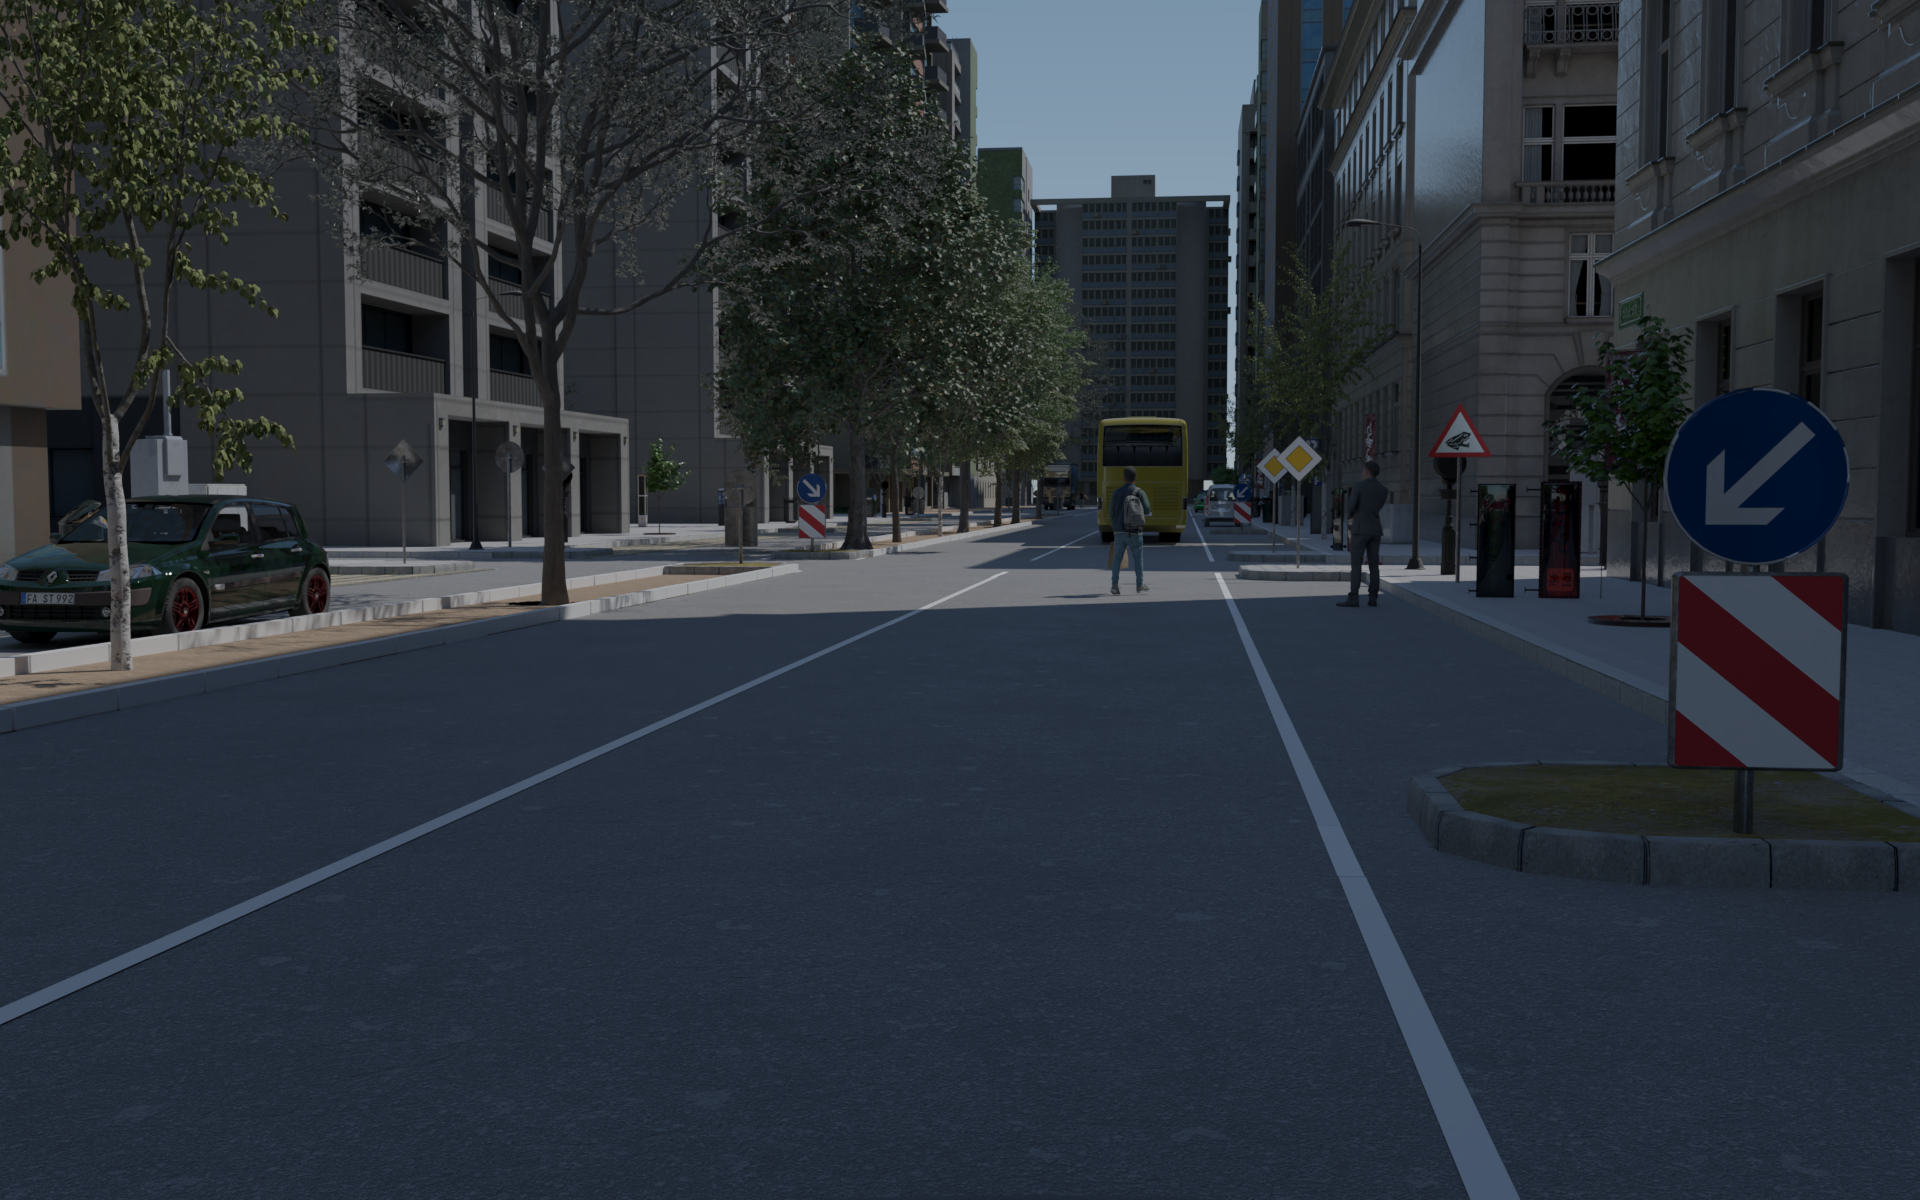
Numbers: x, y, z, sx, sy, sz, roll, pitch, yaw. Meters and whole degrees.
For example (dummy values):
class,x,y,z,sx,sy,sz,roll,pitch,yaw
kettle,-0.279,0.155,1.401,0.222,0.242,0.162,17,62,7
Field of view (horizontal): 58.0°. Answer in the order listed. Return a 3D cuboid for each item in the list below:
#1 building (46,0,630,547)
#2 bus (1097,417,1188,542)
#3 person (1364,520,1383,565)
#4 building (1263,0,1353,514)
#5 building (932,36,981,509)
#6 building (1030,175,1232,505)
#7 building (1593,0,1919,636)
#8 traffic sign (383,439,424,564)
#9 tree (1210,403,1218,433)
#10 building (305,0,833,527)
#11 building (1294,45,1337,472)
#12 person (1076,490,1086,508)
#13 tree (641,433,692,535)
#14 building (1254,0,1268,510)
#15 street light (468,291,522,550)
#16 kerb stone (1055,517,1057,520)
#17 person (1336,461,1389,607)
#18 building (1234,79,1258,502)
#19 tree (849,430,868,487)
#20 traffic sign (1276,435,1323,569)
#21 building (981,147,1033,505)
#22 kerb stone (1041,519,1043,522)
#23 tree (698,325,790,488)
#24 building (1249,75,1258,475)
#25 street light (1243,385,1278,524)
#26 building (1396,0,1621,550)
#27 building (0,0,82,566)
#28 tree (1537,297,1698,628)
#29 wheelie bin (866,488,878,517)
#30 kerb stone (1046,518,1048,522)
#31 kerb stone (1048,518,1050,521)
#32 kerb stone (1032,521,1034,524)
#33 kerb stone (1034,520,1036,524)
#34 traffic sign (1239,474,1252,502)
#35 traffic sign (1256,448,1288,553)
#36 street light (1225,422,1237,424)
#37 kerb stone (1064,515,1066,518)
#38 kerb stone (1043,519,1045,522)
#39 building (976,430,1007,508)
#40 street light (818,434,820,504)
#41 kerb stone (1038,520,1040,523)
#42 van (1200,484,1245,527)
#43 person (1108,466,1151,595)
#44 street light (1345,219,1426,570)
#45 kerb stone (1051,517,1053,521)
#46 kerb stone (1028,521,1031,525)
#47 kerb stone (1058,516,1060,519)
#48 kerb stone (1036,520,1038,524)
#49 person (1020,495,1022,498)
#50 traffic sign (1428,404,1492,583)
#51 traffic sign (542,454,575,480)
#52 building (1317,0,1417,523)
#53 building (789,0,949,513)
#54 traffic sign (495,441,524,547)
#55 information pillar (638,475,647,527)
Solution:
class,x,y,z,sx,sy,sz,roll,pitch,yaw
building,-21.500,-37.497,51.322,20.563,71.187,20.611,0,4,7
bus,5.666,-3.845,54.414,2.896,3.916,12.252,0,4,5
person,8.139,-1.578,34.315,0.388,1.821,0.555,3,4,38
building,28.154,-28.611,117.898,14.600,45.320,14.200,0,4,7
building,-6.253,-28.631,151.708,14.154,41.232,14.086,0,4,7
building,21.206,-31.916,213.715,23.993,40.220,32.217,0,4,7
building,15.167,-13.910,3.850,17.030,29.872,44.131,0,4,7
traffic sign,-10.237,-1.726,31.869,0.795,2.450,0.064,0,4,7
tree,16.338,-8.968,96.985,4.737,8.622,4.395,0,3,0
building,-17.264,-39.517,84.362,20.563,71.187,20.611,0,4,7
building,26.884,-18.651,98.455,14.314,27.812,24.014,0,4,7
person,12.370,-10.215,175.531,1.348,1.822,0.705,2,4,30
tree,-9.529,-3.672,54.637,1.663,3.219,1.824,0,3,0
building,32.042,-28.293,146.177,14.154,41.232,14.086,0,4,7
street light,-10.649,-4.113,39.789,1.470,5.913,1.316,0,4,7
kerb stone,5.075,-4.449,94.937,0.120,0.150,1.000,0,4,7
person,5.125,-0.845,22.128,0.655,1.846,0.447,-2,4,-24
building,43.493,-35.561,205.127,21.600,48.544,21.300,0,4,7
tree,-4.581,-9.192,100.650,4.360,8.622,3.978,0,3,0
traffic sign,5.823,-1.600,29.796,0.795,2.450,0.064,0,4,7
building,1.249,-32.061,207.785,14.086,41.232,14.154,0,4,7
kerb stone,3.898,-3.878,85.774,0.120,0.150,1.000,0,4,7
tree,-8.421,-7.283,69.434,4.360,8.622,3.978,0,3,0
building,39.956,-33.506,167.425,23.786,49.044,30.456,0,4,7
street light,12.913,-6.177,73.534,1.470,5.913,1.316,0,4,7
building,24.011,-12.331,43.418,24.055,21.916,13.314,0,4,7
building,-22.724,-22.748,22.040,14.200,45.320,14.600,0,4,7
tree,6.868,-1.379,17.143,1.663,3.219,1.824,0,3,0
wheelie bin,-4.982,-5.404,96.261,0.980,1.594,0.693,2,4,29
kerb stone,4.292,-4.069,88.832,0.120,0.150,1.000,0,4,7
kerb stone,4.423,-4.137,89.845,0.120,0.150,1.000,0,4,7
kerb stone,3.247,-3.577,80.680,0.120,0.150,1.000,0,4,7
kerb stone,3.371,-3.637,81.695,0.120,0.150,1.000,0,4,7
traffic sign,17.888,-6.635,108.591,0.768,2.556,0.104,1,4,10
traffic sign,6.839,-2.084,37.716,0.795,2.450,0.064,0,4,7
street light,17.779,-8.513,111.722,1.470,5.913,1.316,0,4,7
kerb stone,5.986,-4.884,102.060,0.120,0.150,1.000,0,4,7
kerb stone,4.033,-3.951,86.798,0.120,0.150,1.000,0,4,7
building,-10.985,-20.273,176.500,28.899,21.520,27.650,0,4,7
street light,-5.803,-6.419,77.484,1.470,5.913,1.316,0,4,7
kerb stone,3.642,-3.757,83.733,0.120,0.150,1.000,0,4,7
van,11.703,-4.290,77.150,2.013,2.044,4.112,0,4,8
person,2.354,-0.984,24.577,0.794,1.824,0.713,3,5,41
street light,7.218,-3.477,29.388,1.470,5.913,1.316,0,4,7
kerb stone,4.687,-4.259,91.887,0.120,0.150,1.000,0,4,7
kerb stone,2.988,-3.450,78.640,0.120,0.150,1.000,0,4,7
kerb stone,5.335,-4.570,96.967,0.120,0.150,1.000,0,4,7
kerb stone,3.509,-3.701,82.713,0.120,0.150,1.000,0,4,7
person,4.990,-8.254,144.930,0.593,1.643,0.415,3,5,41
traffic sign,7.204,-1.529,25.006,0.884,2.594,0.081,1,4,15
traffic sign,-9.221,-2.211,39.789,0.795,2.450,0.064,0,4,7
building,23.932,-14.557,71.288,16.112,22.955,30.059,0,4,7
building,-12.786,-29.089,130.226,22.147,44.769,28.867,0,4,7
traffic sign,-10.868,-2.547,41.745,0.768,2.556,0.104,1,4,14
information pillar,-12.312,-3.834,67.178,0.304,2.012,0.304,0,4,3
